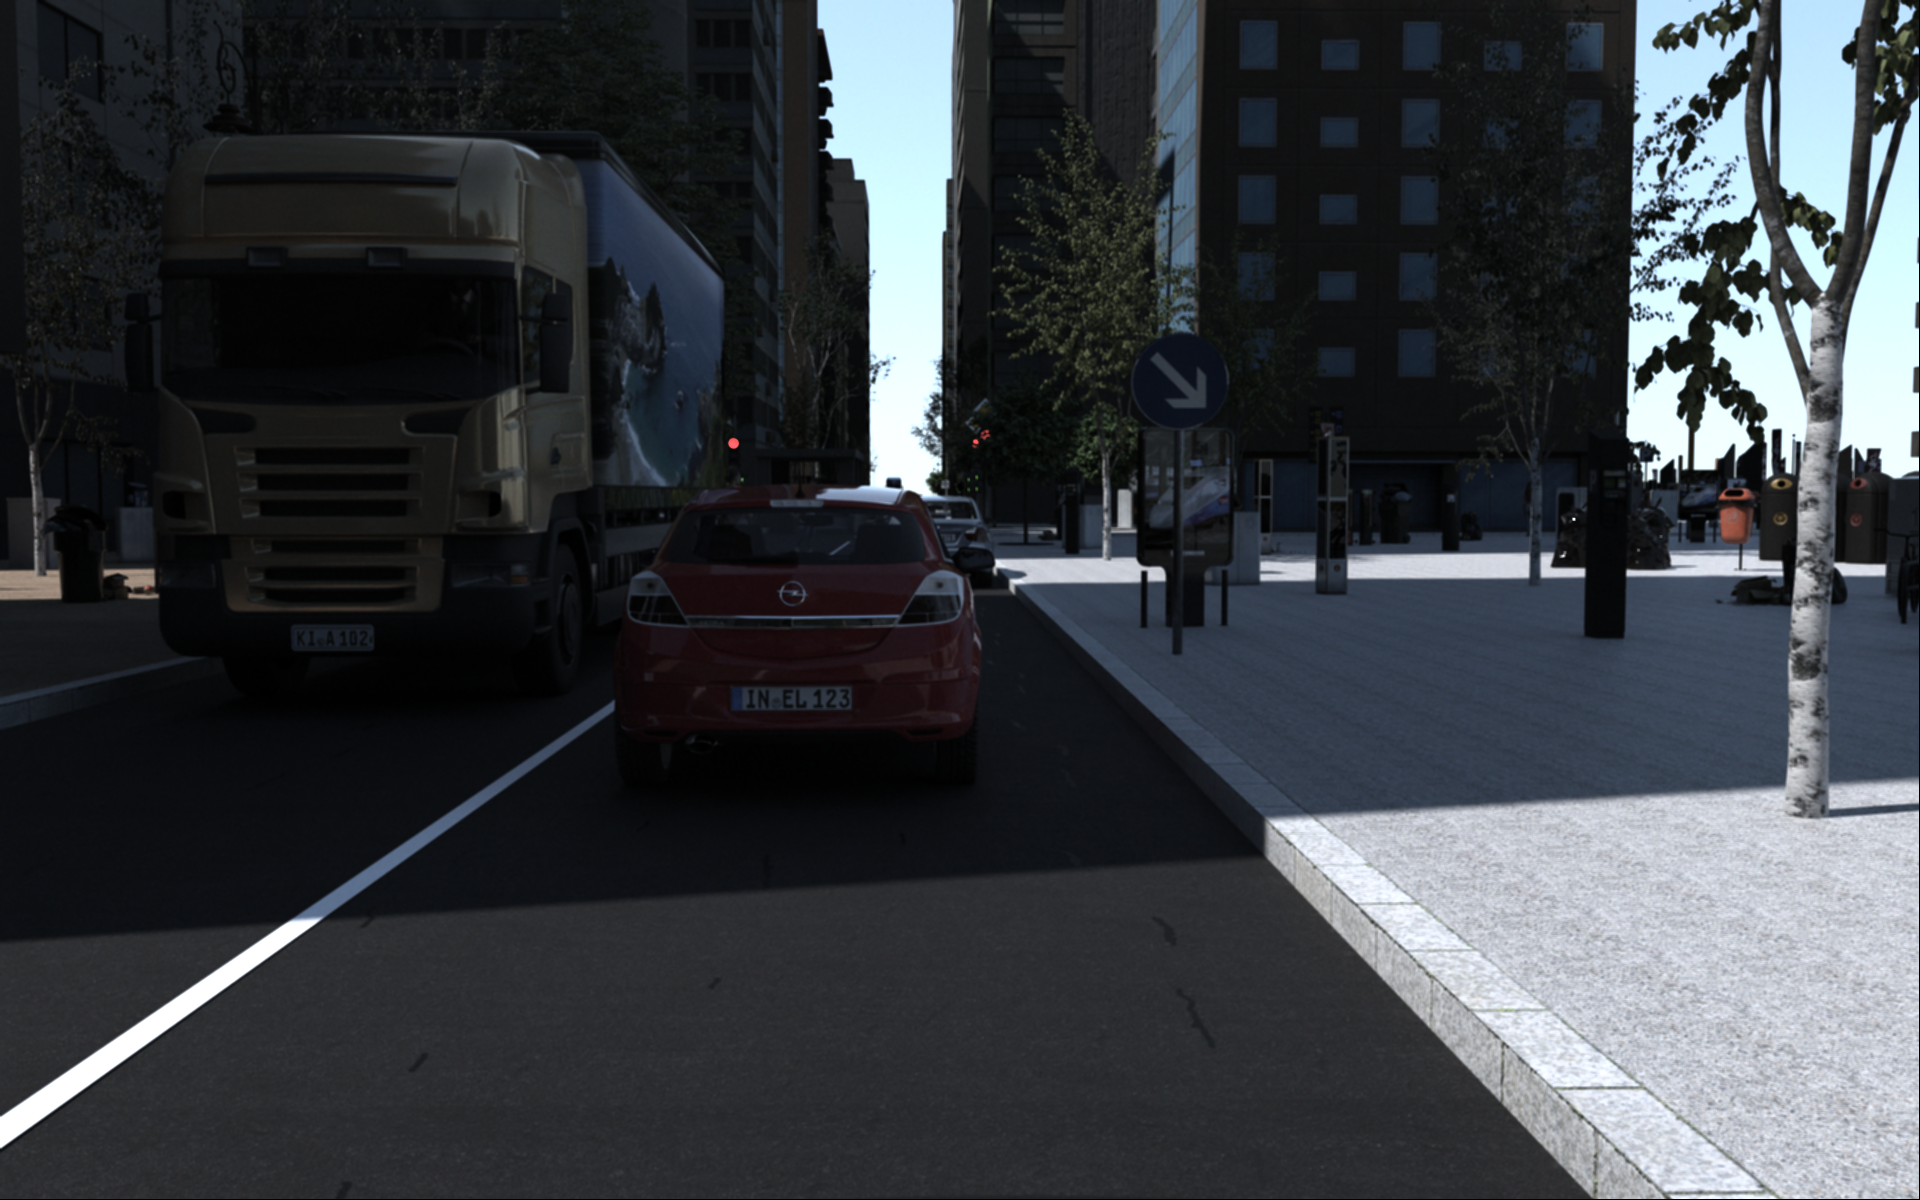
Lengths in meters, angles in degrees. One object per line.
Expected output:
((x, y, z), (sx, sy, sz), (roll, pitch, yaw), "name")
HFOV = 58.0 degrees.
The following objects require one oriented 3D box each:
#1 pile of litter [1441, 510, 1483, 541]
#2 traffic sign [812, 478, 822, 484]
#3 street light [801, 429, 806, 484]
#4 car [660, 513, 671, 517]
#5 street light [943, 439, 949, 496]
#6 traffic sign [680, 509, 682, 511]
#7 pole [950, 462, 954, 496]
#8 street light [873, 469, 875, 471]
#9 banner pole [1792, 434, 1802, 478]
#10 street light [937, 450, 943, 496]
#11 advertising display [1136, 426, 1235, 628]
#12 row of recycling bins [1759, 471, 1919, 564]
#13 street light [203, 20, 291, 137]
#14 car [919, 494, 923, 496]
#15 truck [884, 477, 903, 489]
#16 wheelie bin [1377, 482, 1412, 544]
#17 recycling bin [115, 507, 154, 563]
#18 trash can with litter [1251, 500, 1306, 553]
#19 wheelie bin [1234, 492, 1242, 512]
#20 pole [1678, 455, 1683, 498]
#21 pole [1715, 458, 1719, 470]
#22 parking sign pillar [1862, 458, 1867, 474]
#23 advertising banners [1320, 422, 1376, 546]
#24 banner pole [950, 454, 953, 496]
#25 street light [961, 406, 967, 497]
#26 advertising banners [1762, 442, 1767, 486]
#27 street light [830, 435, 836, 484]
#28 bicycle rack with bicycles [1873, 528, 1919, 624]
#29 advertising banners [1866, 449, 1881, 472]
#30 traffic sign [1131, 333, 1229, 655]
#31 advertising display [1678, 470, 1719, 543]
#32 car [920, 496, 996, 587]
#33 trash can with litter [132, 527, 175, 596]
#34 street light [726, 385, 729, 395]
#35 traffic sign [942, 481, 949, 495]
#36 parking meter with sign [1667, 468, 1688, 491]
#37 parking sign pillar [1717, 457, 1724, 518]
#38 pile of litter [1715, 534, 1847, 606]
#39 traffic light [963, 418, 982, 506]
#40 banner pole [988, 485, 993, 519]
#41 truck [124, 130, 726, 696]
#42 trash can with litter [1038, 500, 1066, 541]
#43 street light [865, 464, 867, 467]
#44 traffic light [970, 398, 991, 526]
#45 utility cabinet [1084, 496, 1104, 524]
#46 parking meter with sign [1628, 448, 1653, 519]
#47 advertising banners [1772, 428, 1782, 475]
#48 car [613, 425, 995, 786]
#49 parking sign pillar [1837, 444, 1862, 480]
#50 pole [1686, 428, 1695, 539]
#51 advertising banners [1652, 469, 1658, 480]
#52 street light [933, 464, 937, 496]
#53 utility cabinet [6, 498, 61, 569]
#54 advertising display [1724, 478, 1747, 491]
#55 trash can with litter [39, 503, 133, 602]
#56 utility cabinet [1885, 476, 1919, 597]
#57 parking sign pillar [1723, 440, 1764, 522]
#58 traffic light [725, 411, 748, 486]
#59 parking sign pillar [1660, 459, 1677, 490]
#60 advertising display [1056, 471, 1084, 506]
((13.809, -2.074, 47.876), (1.719, 0.858, 1.176), (-3, 5, -40), "pile of litter")
((-8.827, -6.409, 106.916), (0.606, 2.300, 0.079), (0, 4, 3), "traffic sign")
((-9.082, -7.807, 100.429), (0.468, 5.910, 1.993), (0, 4, -1), "street light")
((-11.212, -2.564, 54.282), (4.827, 1.381, 2.083), (0, 4, -1), "car")
((-0.896, -9.822, 133.377), (0.468, 5.910, 1.993), (0, 4, -1), "street light")
((-7.392, -2.805, 45.961), (0.768, 2.556, 0.104), (0, 4, 2), "traffic sign")
((-0.506, -7.201, 111.575), (0.158, 3.312, 0.155), (0, 3, 0), "pole")
((-12.936, -17.583, 260.267), (0.468, 5.910, 1.993), (0, 4, -1), "street light")
((34.827, -5.026, 72.195), (0.863, 3.779, 0.401), (-3, 4, -37), "banner pole")
((-1.719, -11.911, 167.535), (0.468, 5.910, 1.993), (0, 4, -1), "street light")
((2.177, -0.704, 16.718), (0.974, 1.923, 0.123), (-1, 4, -17), "advertising display")
((16.602, -1.545, 32.372), (1.069, 1.692, 3.534), (-2, 4, -29), "row of recycling bins")
((-7.083, -2.738, 17.560), (0.468, 5.910, 1.993), (0, 4, -1), "street light")
((-2.893, -5.939, 107.324), (2.015, 1.641, 3.980), (0, 4, -3), "car")
((-10.678, -17.804, 280.851), (2.967, 4.110, 18.799), (0, 4, -2), "truck")
((11.268, -2.260, 44.866), (0.693, 1.594, 0.980), (-3, 5, -43), "wheelie bin")
((-15.486, -1.229, 32.655), (0.722, 1.027, 0.722), (-2, 4, -32), "recycling bin")
((6.623, -1.682, 38.565), (1.678, 1.210, 2.233), (-1, 4, -10), "trash can with litter")
((4.127, -1.232, 28.045), (0.693, 1.594, 0.980), (-1, 4, -21), "wheelie bin")
((37.694, -5.922, 90.675), (0.158, 3.312, 0.155), (0, 3, 0), "pole")
((43.029, -6.402, 98.516), (0.158, 3.312, 0.155), (0, 3, 0), "pole")
((52.862, -6.915, 101.539), (1.447, 3.967, 1.447), (-3, 5, -42), "parking sign pillar")
((9.600, -2.858, 42.917), (2.074, 3.025, 0.090), (-3, 4, -37), "advertising banners")
((-0.520, -7.237, 108.347), (0.401, 3.779, 0.863), (0, 4, 6), "banner pole")
((0.245, -7.225, 90.909), (0.468, 5.910, 1.993), (0, 4, -1), "street light")
((27.546, -3.836, 58.904), (0.090, 3.025, 2.074), (3, 5, 40), "advertising banners")
((-9.950, -9.991, 136.136), (0.468, 5.910, 1.993), (0, 4, -1), "street light")
((10.382, -0.233, 17.192), (2.852, 0.926, 2.925), (3, 5, 41), "bicycle rack with bicycles")
((34.009, -4.274, 66.069), (2.074, 3.025, 0.090), (0, 4, 8), "advertising banners")
((1.742, -0.837, 13.799), (0.768, 2.556, 0.104), (0, 4, 5), "traffic sign")
((19.580, -2.491, 45.940), (0.974, 1.923, 0.123), (1, 4, 18), "advertising display")
((-0.399, -0.980, 28.028), (2.014, 1.417, 4.499), (0, 4, -2), "car")
((-9.947, -0.716, 22.766), (1.678, 1.210, 2.233), (2, 4, 26), "trash can with litter")
((-8.010, -5.251, 58.642), (0.468, 5.910, 1.993), (0, 4, -1), "street light")
((-1.086, -7.764, 129.070), (0.606, 2.300, 0.079), (0, 4, 8), "traffic sign")
((48.562, -7.445, 117.979), (1.738, 3.016, 0.543), (2, 4, 31), "parking meter with sign")
((40.631, -6.328, 91.937), (1.447, 3.967, 1.447), (-3, 5, -43), "parking sign pillar")
((9.682, -0.395, 20.419), (1.719, 0.858, 1.176), (0, 4, -8), "pile of litter")
((0.531, -4.261, 58.595), (0.839, 4.253, 0.868), (0, 4, -1), "traffic light")
((1.267, -4.966, 71.207), (0.401, 3.779, 0.863), (-1, 4, -16), "banner pole")
((-4.008, -1.638, 15.701), (2.839, 4.237, 11.283), (0, 4, -1), "truck")
((2.716, -2.231, 47.860), (1.055, 1.170, 0.624), (-2, 4, -25), "trash can with litter")
((-11.853, -15.030, 218.534), (0.468, 5.910, 1.993), (0, 4, -1), "street light")
((0.725, -3.773, 50.612), (0.839, 4.253, 0.868), (0, 4, -1), "traffic light")
((5.668, -3.826, 73.721), (1.020, 1.237, 0.306), (0, 4, 4), "utility cabinet")
((25.046, -4.177, 64.563), (1.738, 3.016, 0.543), (-2, 4, -33), "parking meter with sign")
((21.866, -3.024, 45.627), (0.090, 3.025, 2.074), (0, 4, -1), "advertising banners")
((-0.844, -0.060, 10.022), (2.155, 1.783, 4.494), (0, 4, -2), "car")
((47.794, -6.464, 94.159), (1.447, 3.967, 1.447), (-3, 5, -42), "parking sign pillar")
((20.714, -3.380, 49.104), (0.158, 3.312, 0.155), (0, 3, 0), "pole")
((49.023, -7.621, 120.792), (2.074, 3.025, 0.090), (-1, 4, -21), "advertising banners")
((-2.677, -14.468, 209.336), (0.468, 5.910, 1.993), (0, 4, -1), "street light")
((-16.048, -1.155, 30.049), (1.020, 1.237, 0.306), (2, 4, 25), "utility cabinet")
((30.727, -3.879, 68.635), (0.974, 1.923, 0.123), (-1, 4, -16), "advertising display")
((-10.450, -0.574, 20.769), (0.624, 1.170, 1.055), (0, 4, 4), "trash can with litter")
((11.799, -0.769, 21.256), (0.318, 1.500, 1.173), (0, 4, 3), "utility cabinet")
((36.508, -5.599, 80.021), (1.447, 3.967, 1.447), (-2, 4, -28), "parking sign pillar")
((-7.577, -4.248, 58.383), (0.839, 4.253, 0.868), (0, 4, -1), "traffic light")
((54.278, -8.826, 132.771), (1.447, 3.967, 1.447), (-1, 4, -22), "parking sign pillar")
((3.098, -2.665, 48.793), (0.123, 1.923, 0.974), (-3, 5, -43), "advertising display")
